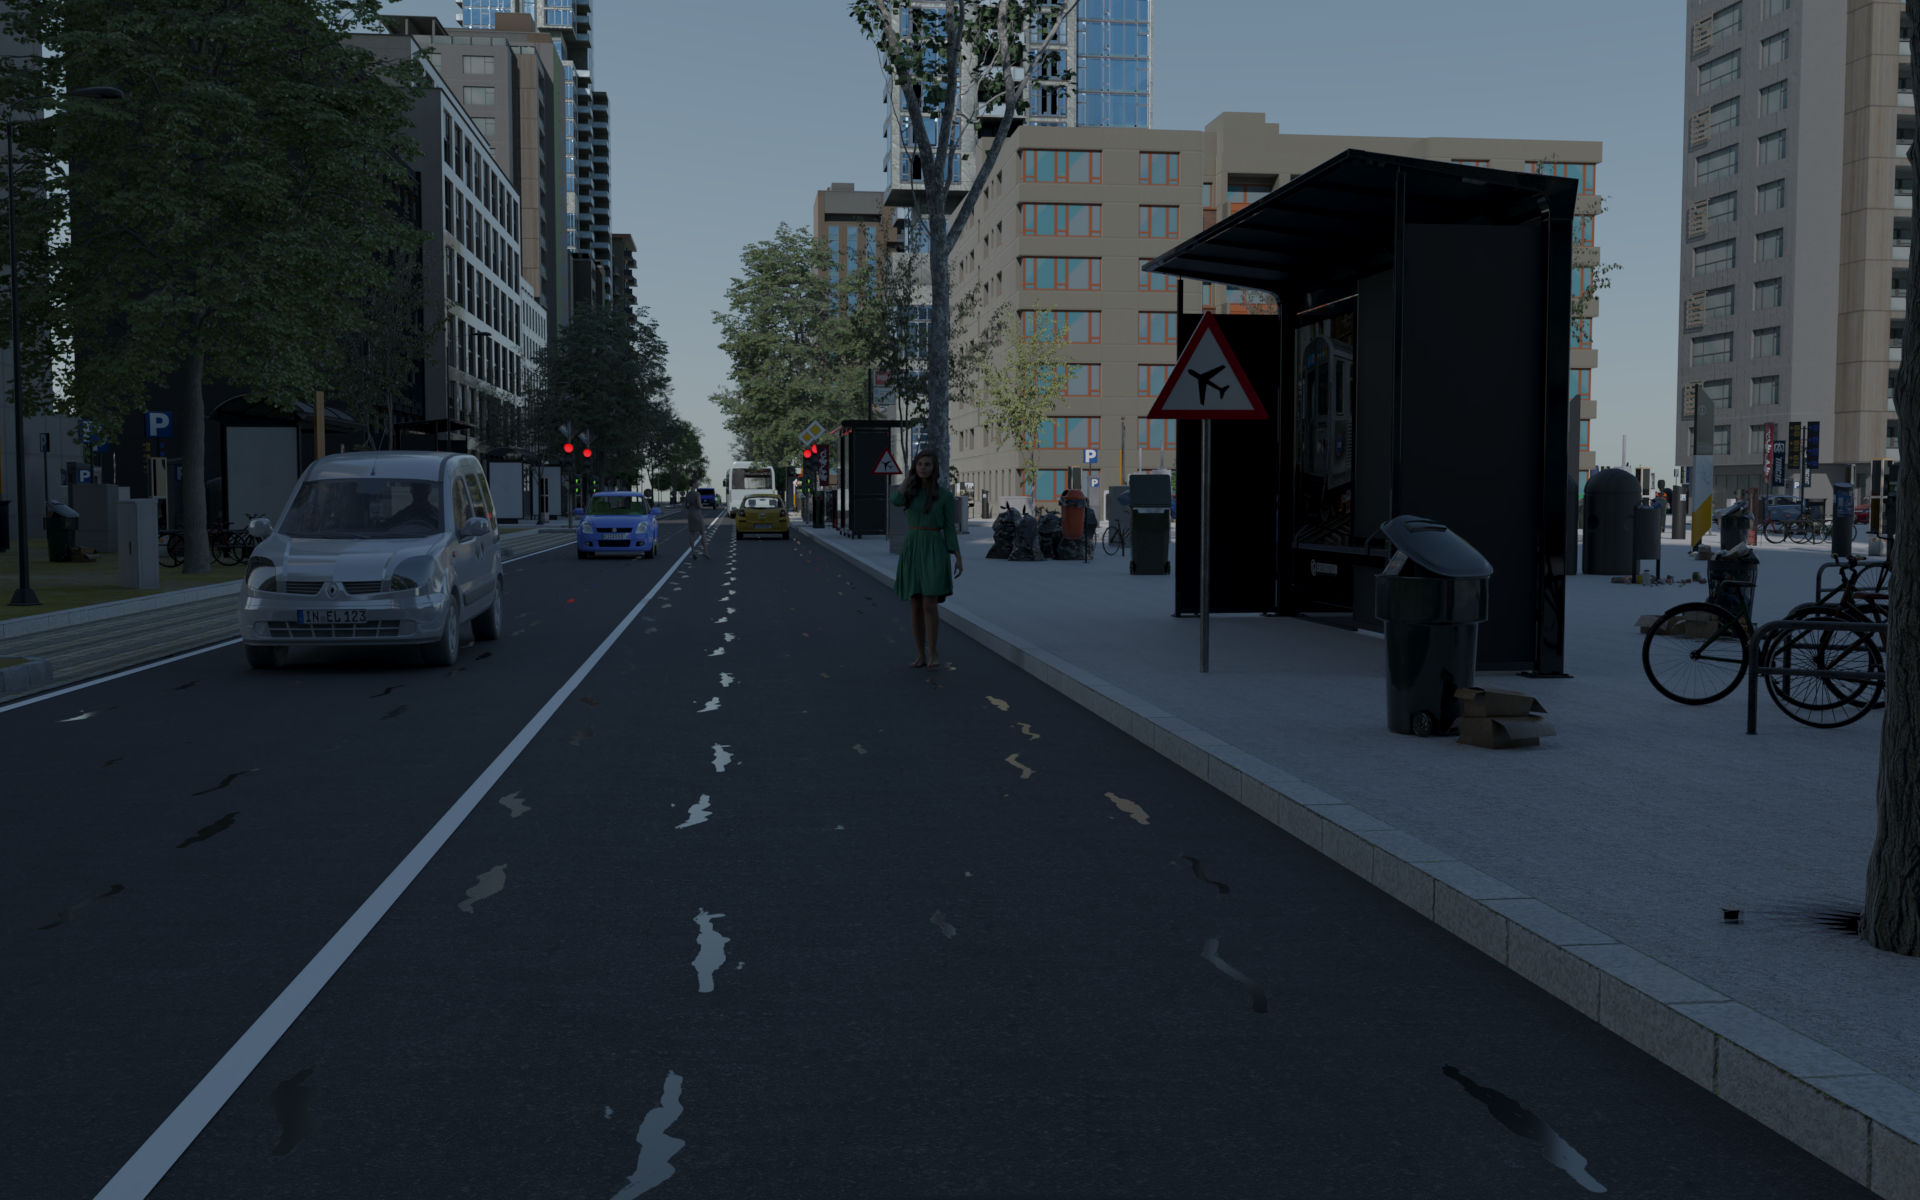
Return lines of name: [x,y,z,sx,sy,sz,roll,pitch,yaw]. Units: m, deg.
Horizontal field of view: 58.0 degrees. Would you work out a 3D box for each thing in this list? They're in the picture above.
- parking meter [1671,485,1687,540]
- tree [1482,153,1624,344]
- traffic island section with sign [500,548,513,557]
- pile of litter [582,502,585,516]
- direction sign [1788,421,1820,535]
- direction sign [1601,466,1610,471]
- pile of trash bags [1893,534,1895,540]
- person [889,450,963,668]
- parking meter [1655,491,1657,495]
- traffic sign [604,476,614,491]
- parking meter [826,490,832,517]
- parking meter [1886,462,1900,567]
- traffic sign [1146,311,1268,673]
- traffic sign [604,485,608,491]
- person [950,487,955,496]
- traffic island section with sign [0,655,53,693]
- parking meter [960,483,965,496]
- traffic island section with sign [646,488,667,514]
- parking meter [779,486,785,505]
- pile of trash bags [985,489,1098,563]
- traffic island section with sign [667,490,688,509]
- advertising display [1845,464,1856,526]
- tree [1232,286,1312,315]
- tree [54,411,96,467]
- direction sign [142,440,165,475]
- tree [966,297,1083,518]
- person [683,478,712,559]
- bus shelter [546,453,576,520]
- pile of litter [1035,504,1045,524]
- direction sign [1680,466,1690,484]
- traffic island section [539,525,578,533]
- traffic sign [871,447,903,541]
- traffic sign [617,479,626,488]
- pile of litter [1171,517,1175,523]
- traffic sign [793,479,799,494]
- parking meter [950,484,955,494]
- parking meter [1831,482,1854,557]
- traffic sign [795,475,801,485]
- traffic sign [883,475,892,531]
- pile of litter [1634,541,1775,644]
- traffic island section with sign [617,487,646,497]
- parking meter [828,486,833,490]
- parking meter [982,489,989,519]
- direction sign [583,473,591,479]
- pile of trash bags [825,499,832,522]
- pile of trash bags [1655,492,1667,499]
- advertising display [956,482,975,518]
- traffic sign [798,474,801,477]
parking meter: [20.344,-2.482,48.989,0.372,1.533,0.369,0,3,0]
tree: [11.874,-5.313,37.231,4.360,8.622,3.978,0,3,0]
traffic island section with sign: [-11.373,-1.911,39.874,1.989,1.847,2.006,0,4,-7]
pile of litter: [-22.478,-5.502,103.916,1.176,0.858,1.719,2,4,31]
direction sign: [26.299,-3.795,54.045,0.876,3.537,0.379,3,4,37]
direction sign: [52.157,-9.056,140.067,0.876,3.537,0.379,-1,4,-18]
pile of trash bags: [5.263,0.217,6.200,3.447,1.369,1.912,3,4,36]
person: [-0.272,-0.335,14.222,0.600,1.795,0.529,0,4,1]
parking meter: [58.711,-8.442,146.438,0.372,1.533,0.369,0,3,0]
traffic sign: [-24.357,-7.337,120.063,0.768,2.556,0.104,0,4,-4]
parking meter: [-7.477,-5.530,98.824,0.372,1.533,0.369,0,3,0]
parking meter: [15.752,-1.423,28.980,0.399,1.863,0.255,-1,4,-12]
traffic sign: [1.759,-0.758,12.395,0.884,2.594,0.081,0,4,-6]
traffic sign: [-25.000,-7.517,123.015,0.768,2.556,0.104,0,4,2]
person: [-0.436,-3.865,71.868,0.537,1.800,0.526,0,4,-2]
traffic island section with sign: [-7.888,-0.247,12.661,1.989,1.847,2.006,0,4,-7]
parking meter: [0.124,-5.032,87.976,0.255,1.863,0.399,0,4,-4]
traffic island section with sign: [-21.853,-6.919,121.754,1.989,1.847,2.006,0,4,-7]
parking meter: [-12.644,-7.180,123.096,0.399,1.863,0.255,3,5,39]
pile of trash bags: [1.759,-1.450,33.468,1.912,1.369,3.447,-1,4,-15]
traffic island section with sign: [-28.093,-9.898,170.463,1.989,1.847,2.006,0,4,-7]
advertising display: [19.129,-1.960,37.258,0.123,1.923,0.974,2,4,32]
tree: [8.998,-6.006,48.552,4.360,8.622,3.978,0,3,0]
tree: [-30.623,-4.537,57.886,4.285,4.588,4.351,0,3,0]
direction sign: [-33.852,-4.942,72.797,0.876,3.537,0.379,-1,4,-22]
tree: [2.474,-6.948,63.964,4.737,8.622,4.395,0,3,0]
person: [-5.800,-1.799,38.256,0.599,1.781,0.374,2,4,34]
bus shelter: [-20.718,-5.739,87.759,2.014,3.302,5.546,0,4,-7]
pile of litter: [3.238,-3.729,74.939,1.176,0.858,1.719,-3,4,-36]
direction sign: [54.631,-8.475,130.564,0.876,3.537,0.379,-1,4,-22]
traffic island section: [-14.499,-2.575,64.376,2.009,0.180,2.903,0,4,-7]
traffic sign: [-2.002,-2.902,47.450,0.884,2.594,0.081,0,4,-3]
traffic sign: [-23.085,-7.092,118.089,0.606,2.300,0.079,0,4,2]
pile of litter: [9.716,-3.928,78.187,1.176,0.858,1.719,2,4,31]
traffic sign: [-10.768,-7.005,115.714,0.795,2.450,0.064,0,4,-5]
parking meter: [-0.504,-5.833,101.082,0.399,1.863,0.255,2,4,31]
parking meter: [17.984,-1.644,35.294,0.372,1.533,0.369,0,3,0]
traffic sign: [-9.076,-6.119,100.056,0.884,2.594,0.081,0,4,-3]
traffic sign: [-2.599,-3.603,59.012,0.768,2.556,0.104,0,4,-4]
pile of litter: [6.737,-0.104,15.672,1.176,0.858,1.719,2,4,24]
traffic island section with sign: [-18.404,-5.269,94.778,1.989,1.847,2.006,0,4,-7]
parking meter: [-9.255,-7.223,123.806,0.255,1.863,0.399,0,4,4]
parking meter: [1.308,-4.941,89.191,0.372,1.533,0.369,0,3,0]
direction sign: [-19.851,-6.131,92.237,0.379,3.537,0.876,-3,4,-36]
pile of trash bags: [-4.790,-4.159,77.756,1.912,1.369,3.447,-1,4,-21]
pile of trash bags: [56.301,-7.915,139.166,3.447,1.369,1.912,2,4,25]
advertising display: [0.279,-5.278,91.514,0.974,1.923,0.123,0,4,7]
traffic sign: [-9.317,-6.332,103.633,0.768,2.556,0.104,0,4,1]
